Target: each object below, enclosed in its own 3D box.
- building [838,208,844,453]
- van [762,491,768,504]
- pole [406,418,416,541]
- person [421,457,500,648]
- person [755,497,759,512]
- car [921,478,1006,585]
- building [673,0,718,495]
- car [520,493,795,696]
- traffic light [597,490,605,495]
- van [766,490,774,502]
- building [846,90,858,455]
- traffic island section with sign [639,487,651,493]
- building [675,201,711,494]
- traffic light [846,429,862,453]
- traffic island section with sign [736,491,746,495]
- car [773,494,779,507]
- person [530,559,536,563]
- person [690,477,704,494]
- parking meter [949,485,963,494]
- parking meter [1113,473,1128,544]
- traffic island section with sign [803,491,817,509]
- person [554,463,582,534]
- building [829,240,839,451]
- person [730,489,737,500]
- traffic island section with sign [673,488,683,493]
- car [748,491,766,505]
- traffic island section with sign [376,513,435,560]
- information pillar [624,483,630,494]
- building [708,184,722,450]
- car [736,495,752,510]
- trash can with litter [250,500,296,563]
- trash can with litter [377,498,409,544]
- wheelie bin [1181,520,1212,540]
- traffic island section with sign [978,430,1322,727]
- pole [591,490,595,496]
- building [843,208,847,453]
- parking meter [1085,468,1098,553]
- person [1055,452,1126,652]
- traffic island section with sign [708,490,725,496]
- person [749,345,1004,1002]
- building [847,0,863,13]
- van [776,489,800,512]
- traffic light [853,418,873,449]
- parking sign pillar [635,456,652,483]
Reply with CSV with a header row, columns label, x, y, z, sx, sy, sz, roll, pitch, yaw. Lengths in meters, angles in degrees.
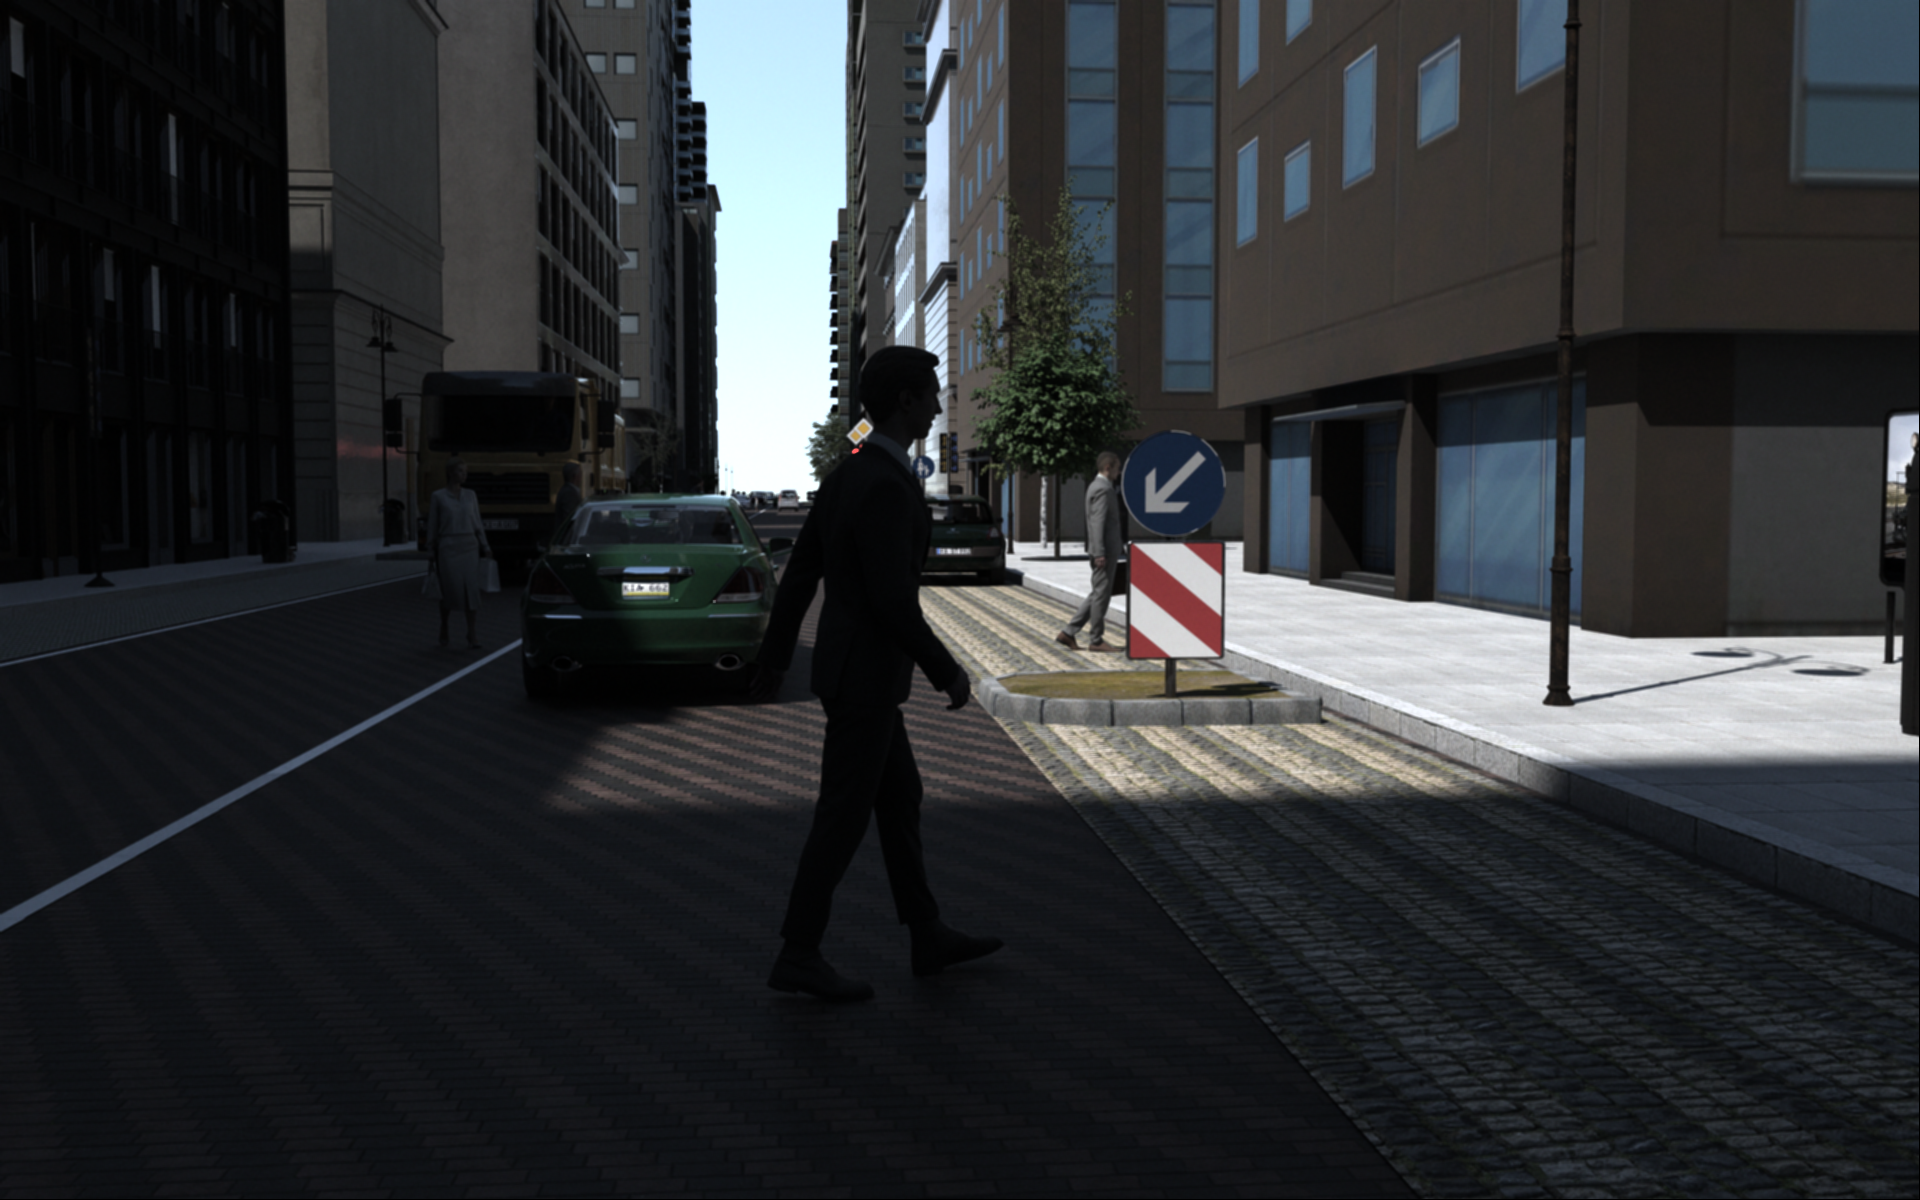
label,x,y,z,sx,sy,sz,roll,pitch,yaw
building,-10.594,-34.637,249.902,14.154,41.232,14.086,0,4,-5
van,-27.801,-14.372,241.994,2.013,2.044,4.112,0,4,-5
pole,-14.849,-3.241,46.833,0.158,3.312,0.155,0,3,0
person,-4.704,-0.455,16.290,0.694,1.780,0.624,-1,4,-20
person,-16.070,-7.575,137.373,0.382,1.210,0.505,-2,4,-24
car,-0.239,-1.143,28.480,2.009,1.686,4.222,0,4,-4
building,-47.141,-57.712,256.255,22.319,86.520,31.000,0,4,-5
car,-2.367,-0.124,13.820,2.131,1.459,4.920,0,4,-7
traffic light,-14.732,-5.000,70.676,0.839,4.253,0.868,0,4,-5
van,-30.811,-16.706,280.158,2.013,2.044,4.112,0,4,-6
building,-4.190,-30.317,179.273,14.154,41.232,14.086,0,4,-5
traffic island section with sign,-16.943,-5.190,93.478,1.989,1.847,2.006,0,4,-5
building,-41.459,-33.754,235.473,14.154,41.232,14.086,0,4,-5
traffic light,-4.320,-5.062,71.686,0.839,4.253,0.868,0,4,-5
traffic island section with sign,-34.657,-16.490,278.230,1.989,1.847,2.006,0,4,-5
car,-20.053,-11.358,194.497,1.959,1.807,4.718,0,4,-4
person,-9.004,-1.642,35.768,0.576,1.772,0.534,0,4,-3
person,-6.327,-2.086,42.418,0.447,1.846,0.655,1,4,14
parking meter,-0.106,-2.308,46.140,0.372,1.533,0.369,0,3,0
parking meter,4.145,-2.377,44.568,0.399,1.863,0.255,1,4,23
traffic island section with sign,-16.676,-11.565,197.714,1.989,1.847,2.006,0,4,-5
person,-4.236,-0.628,19.162,0.834,1.777,0.661,-2,4,-28
building,-10.832,-38.982,291.972,22.147,44.769,28.867,0,4,-5
person,-16.675,-7.277,127.698,0.478,1.798,0.641,2,4,30
traffic island section with sign,-19.538,-6.839,120.440,1.989,1.847,2.006,0,4,-5
car,-25.773,-12.894,219.496,2.281,1.827,5.304,0,4,-6
traffic island section with sign,-11.648,-1.808,38.194,1.989,1.847,2.006,0,4,-5
information pillar,-21.512,-6.574,111.974,0.304,2.012,0.304,1,4,14
building,-54.033,-42.613,285.954,28.713,52.752,27.495,0,4,-5
car,-19.990,-8.885,157.631,2.083,1.381,4.827,0,4,-7
trash can with litter,-12.846,-1.290,32.477,0.624,1.170,1.055,0,4,-8
trash can with litter,-14.574,-2.033,44.624,0.624,1.170,1.055,0,4,-5
wheelie bin,5.465,-1.981,40.296,0.980,1.594,0.693,-1,4,-13
traffic island section with sign,1.156,-0.180,11.565,1.989,1.847,2.006,0,4,-5
pole,-18.530,-5.723,87.407,0.158,3.312,0.155,0,3,0
building,-5.482,-31.205,193.793,14.154,41.232,14.086,0,4,-5
parking meter,2.910,-1.976,38.012,0.255,1.863,0.399,1,4,22
person,1.301,-0.429,15.634,0.853,1.813,0.709,0,4,-4
traffic island section with sign,-24.160,-9.790,168.698,1.989,1.847,2.006,0,4,-5
person,-0.197,0.200,5.000,0.755,1.850,0.659,-1,4,-17
building,-5.299,-47.252,210.828,20.563,71.187,20.611,0,4,-5
van,-14.158,-8.295,142.642,2.013,2.044,4.112,0,4,-7
traffic light,-3.558,-4.576,63.737,0.839,4.253,0.868,0,4,-5
parking sign pillar,-22.187,-8.122,121.268,1.447,3.967,1.447,2,4,35
